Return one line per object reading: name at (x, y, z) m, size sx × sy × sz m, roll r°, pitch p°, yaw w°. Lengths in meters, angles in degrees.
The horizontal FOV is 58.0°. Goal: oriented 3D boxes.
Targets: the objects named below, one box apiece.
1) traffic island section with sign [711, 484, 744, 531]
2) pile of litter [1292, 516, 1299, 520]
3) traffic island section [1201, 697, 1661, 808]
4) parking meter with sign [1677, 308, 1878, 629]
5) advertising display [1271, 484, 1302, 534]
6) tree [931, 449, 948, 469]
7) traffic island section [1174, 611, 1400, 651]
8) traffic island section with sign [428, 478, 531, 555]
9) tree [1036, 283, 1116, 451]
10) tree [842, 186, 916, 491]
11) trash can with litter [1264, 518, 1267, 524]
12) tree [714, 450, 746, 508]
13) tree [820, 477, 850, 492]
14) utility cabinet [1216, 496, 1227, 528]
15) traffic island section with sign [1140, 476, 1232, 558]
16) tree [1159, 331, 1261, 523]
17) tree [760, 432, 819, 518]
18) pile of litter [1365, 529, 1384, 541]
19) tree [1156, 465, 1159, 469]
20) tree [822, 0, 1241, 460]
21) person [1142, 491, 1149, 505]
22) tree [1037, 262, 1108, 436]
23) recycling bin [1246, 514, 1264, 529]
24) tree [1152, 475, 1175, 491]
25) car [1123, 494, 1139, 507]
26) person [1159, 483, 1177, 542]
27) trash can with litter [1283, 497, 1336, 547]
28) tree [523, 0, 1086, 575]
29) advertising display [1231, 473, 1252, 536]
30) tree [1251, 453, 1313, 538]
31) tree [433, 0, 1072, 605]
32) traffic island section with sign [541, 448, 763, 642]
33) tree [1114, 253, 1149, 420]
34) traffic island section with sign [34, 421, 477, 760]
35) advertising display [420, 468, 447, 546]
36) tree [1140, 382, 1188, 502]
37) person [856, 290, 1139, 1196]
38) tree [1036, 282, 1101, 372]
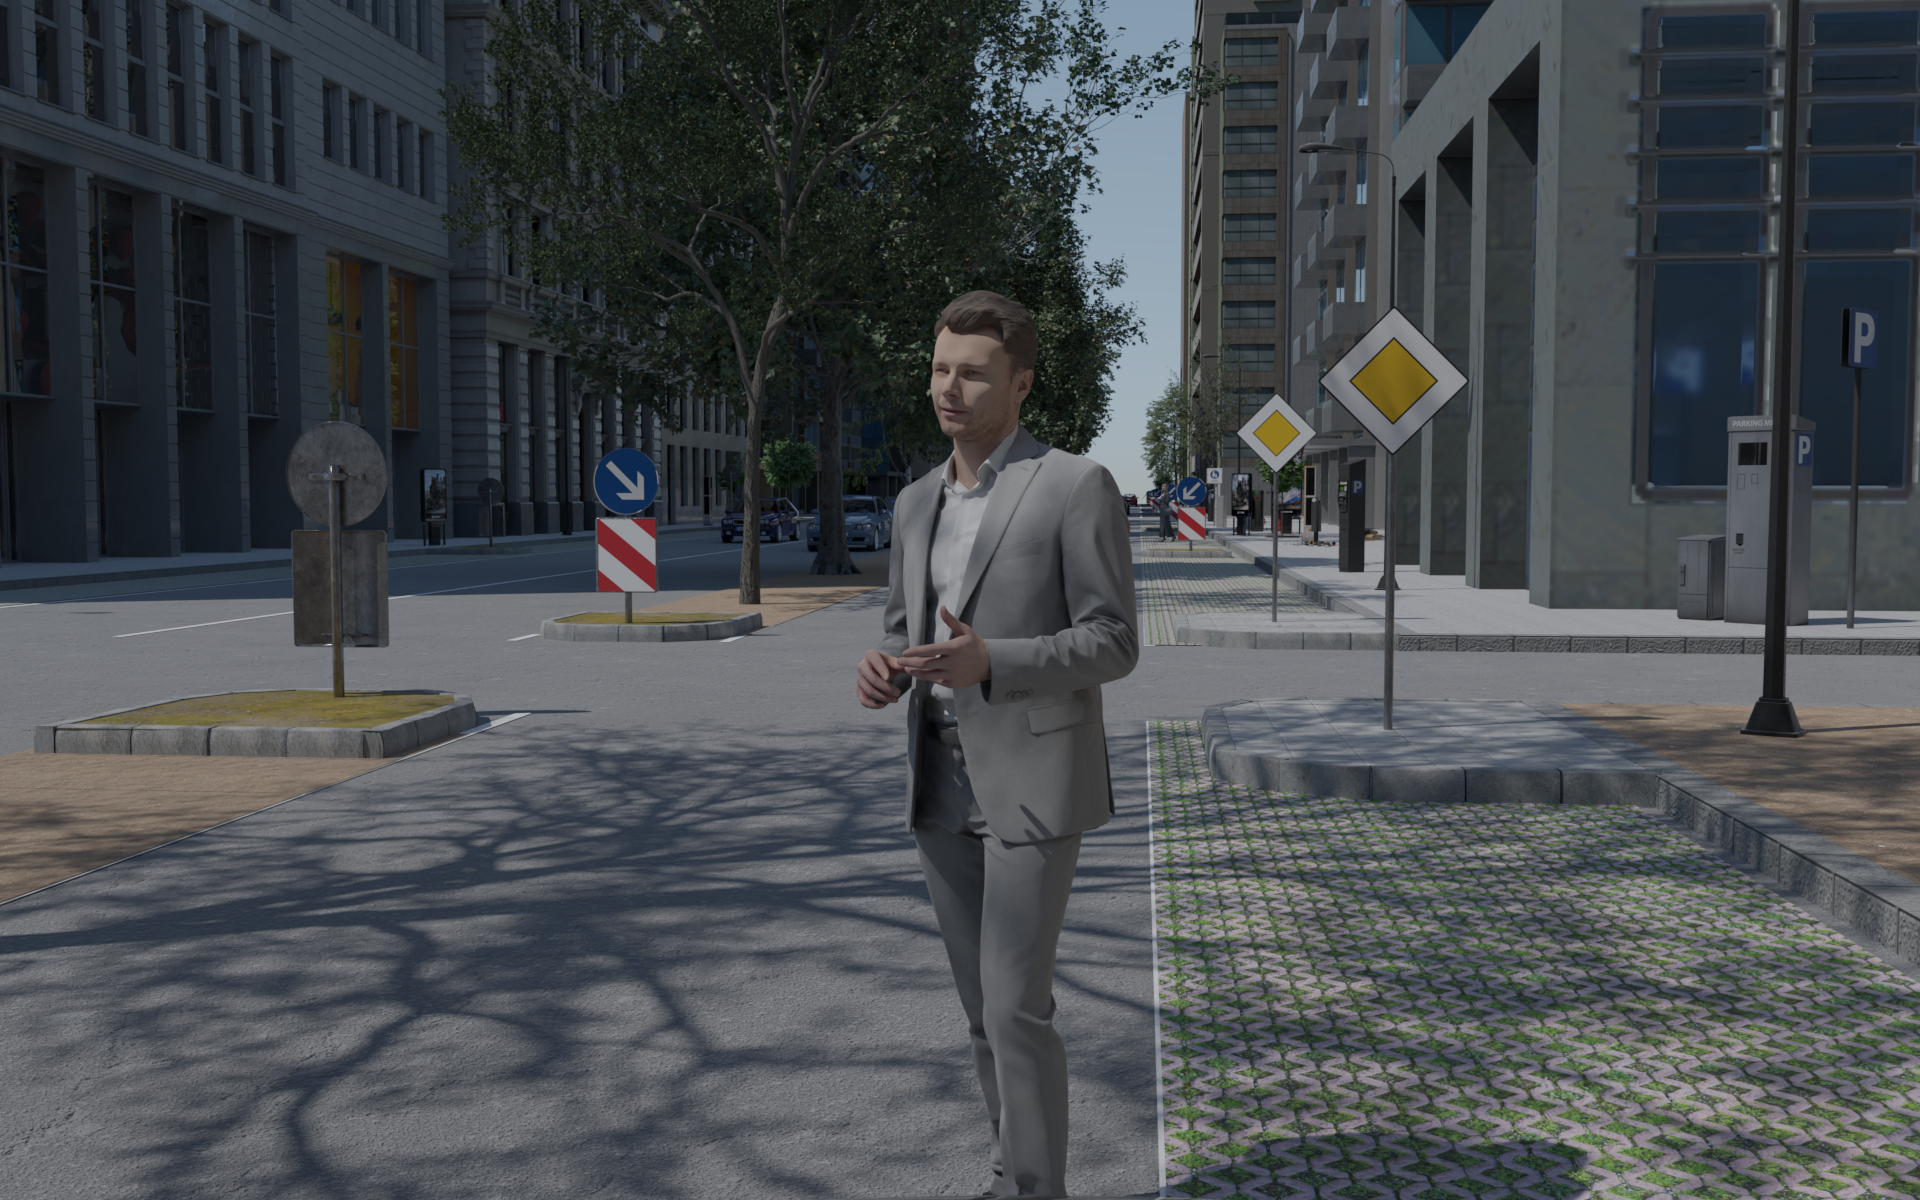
traffic island section with sign at (-8.628, -3.649, 68.291) m, size 1.989 × 1.847 × 2.006 m, roll 0°, pitch 4°, yaw 6°
pile of litter at (16.417, -4.503, 87.585) m, size 1.719 × 0.858 × 1.176 m, roll 1°, pitch 4°, yaw 16°
traffic island section at (2.352, 0.785, 9.443) m, size 2.009 × 0.180 × 2.903 m, roll 0°, pitch 4°, yaw 6°
parking meter with sign at (7.993, -1.274, 17.091) m, size 0.543 × 3.016 × 1.738 m, roll -3°, pitch 4°, yaw -38°
advertising display at (10.482, -3.081, 55.582) m, size 0.974 × 1.923 × 0.123 m, roll 1°, pitch 4°, yaw 14°
tree at (-1.185, -13.280, 167.490) m, size 4.360 × 8.622 × 3.978 m, roll 0°, pitch 3°, yaw 0°
traffic island section at (3.176, 0.299, 17.386) m, size 2.009 × 0.180 × 2.903 m, roll 0°, pitch 4°, yaw 6°
traffic island section with sign at (-11.410, -2.009, 41.479) m, size 1.989 × 1.847 × 2.006 m, roll 0°, pitch 4°, yaw 6°
tree at (3.747, -10.955, 88.226) m, size 9.857 × 13.997 × 8.962 m, roll 0°, pitch 3°, yaw 0°
tree at (-1.226, -5.307, 39.589) m, size 4.737 × 8.622 × 4.395 m, roll 0°, pitch 3°, yaw 0°
trash can with litter at (12.692, -3.826, 73.944) m, size 0.624 × 1.170 × 1.055 m, roll -2°, pitch 4°, yaw -32°
tree at (-10.036, -4.976, 75.962) m, size 1.663 × 3.219 × 1.824 m, roll 0°, pitch 3°, yaw 0°
tree at (-7.269, -6.662, 103.528) m, size 1.663 × 3.219 × 1.824 m, roll 0°, pitch 3°, yaw 0°
utility cabinet at (10.031, -3.380, 66.420) m, size 0.306 × 1.237 × 1.020 m, roll 1°, pitch 4°, yaw 15°
traffic island section with sign at (5.146, -1.887, 39.488) m, size 1.989 × 1.847 × 2.006 m, roll 0°, pitch 4°, yaw 6°
tree at (11.302, -7.790, 77.733) m, size 4.360 × 8.622 × 3.978 m, roll 0°, pitch 3°, yaw 0°
tree at (-9.092, -6.630, 92.114) m, size 4.285 × 4.588 × 4.351 m, roll 0°, pitch 3°, yaw 0°
pile of litter at (11.286, -2.097, 48.245) m, size 1.176 × 0.858 × 1.719 m, roll 3°, pitch 5°, yaw 40°
tree at (28.294, -17.608, 238.246) m, size 4.360 × 8.622 × 3.978 m, roll 0°, pitch 3°, yaw 0°
tree at (0.937, -11.588, 47.818) m, size 12.611 × 20.169 × 13.585 m, roll 0°, pitch 3°, yaw 0°
person at (21.937, -11.868, 202.482) m, size 1.348 × 1.831 × 0.705 m, roll 3°, pitch 5°, yaw 42°
tree at (2.879, -9.723, 79.557) m, size 7.486 × 12.596 × 7.792 m, roll 0°, pitch 3°, yaw 0°
recycling bin at (10.869, -3.189, 64.693) m, size 0.722 × 1.027 × 0.722 m, roll -2°, pitch 4°, yaw -28°
tree at (29.010, -16.076, 246.554) m, size 4.285 × 4.588 × 4.351 m, roll 0°, pitch 3°, yaw 0°
car at (19.085, -11.369, 194.925) m, size 2.155 × 1.783 × 4.494 m, roll 0°, pitch 4°, yaw 5°
person at (6.145, -2.610, 51.594) m, size 0.534 × 1.772 × 0.576 m, roll -3°, pitch 4°, yaw -36°
trash can with litter at (8.774, -1.951, 42.964) m, size 1.678 × 1.210 × 2.233 m, roll 0°, pitch 4°, yaw 5°
tree at (-2.276, -6.783, 30.373) m, size 9.611 × 12.733 × 9.660 m, roll 0°, pitch 3°, yaw 0°
advertising display at (8.665, -2.940, 53.291) m, size 0.123 × 1.923 × 0.974 m, roll -2°, pitch 4°, yaw -24°
tree at (9.650, -3.457, 51.119) m, size 1.663 × 3.219 × 1.824 m, roll 0°, pitch 3°, yaw 0°
tree at (-2.778, -5.192, 21.753) m, size 8.767 × 10.594 × 7.601 m, roll 0°, pitch 4°, yaw 6°
traffic island section with sign at (-3.219, -0.585, 17.706) m, size 2.006 × 1.907 × 1.989 m, roll 0°, pitch 4°, yaw 6°
tree at (1.731, -8.607, 60.196) m, size 9.611 × 12.733 × 9.660 m, roll 0°, pitch 3°, yaw 0°
traffic island section with sign at (-3.993, -0.135, 10.339) m, size 2.006 × 1.907 × 1.989 m, roll 0°, pitch 4°, yaw 6°
advertising display at (-13.092, -2.317, 43.096) m, size 0.123 × 1.923 × 0.974 m, roll 1°, pitch 4°, yaw 17°
tree at (21.635, -15.732, 175.338) m, size 7.486 × 12.596 × 7.792 m, roll 0°, pitch 3°, yaw 0°
person at (0.005, 0.340, 3.149) m, size 0.606 × 1.804 × 0.583 m, roll 3°, pitch 5°, yaw 39°
tree at (2.322, -8.693, 70.343) m, size 9.928 × 11.665 × 9.643 m, roll 0°, pitch 3°, yaw 0°
